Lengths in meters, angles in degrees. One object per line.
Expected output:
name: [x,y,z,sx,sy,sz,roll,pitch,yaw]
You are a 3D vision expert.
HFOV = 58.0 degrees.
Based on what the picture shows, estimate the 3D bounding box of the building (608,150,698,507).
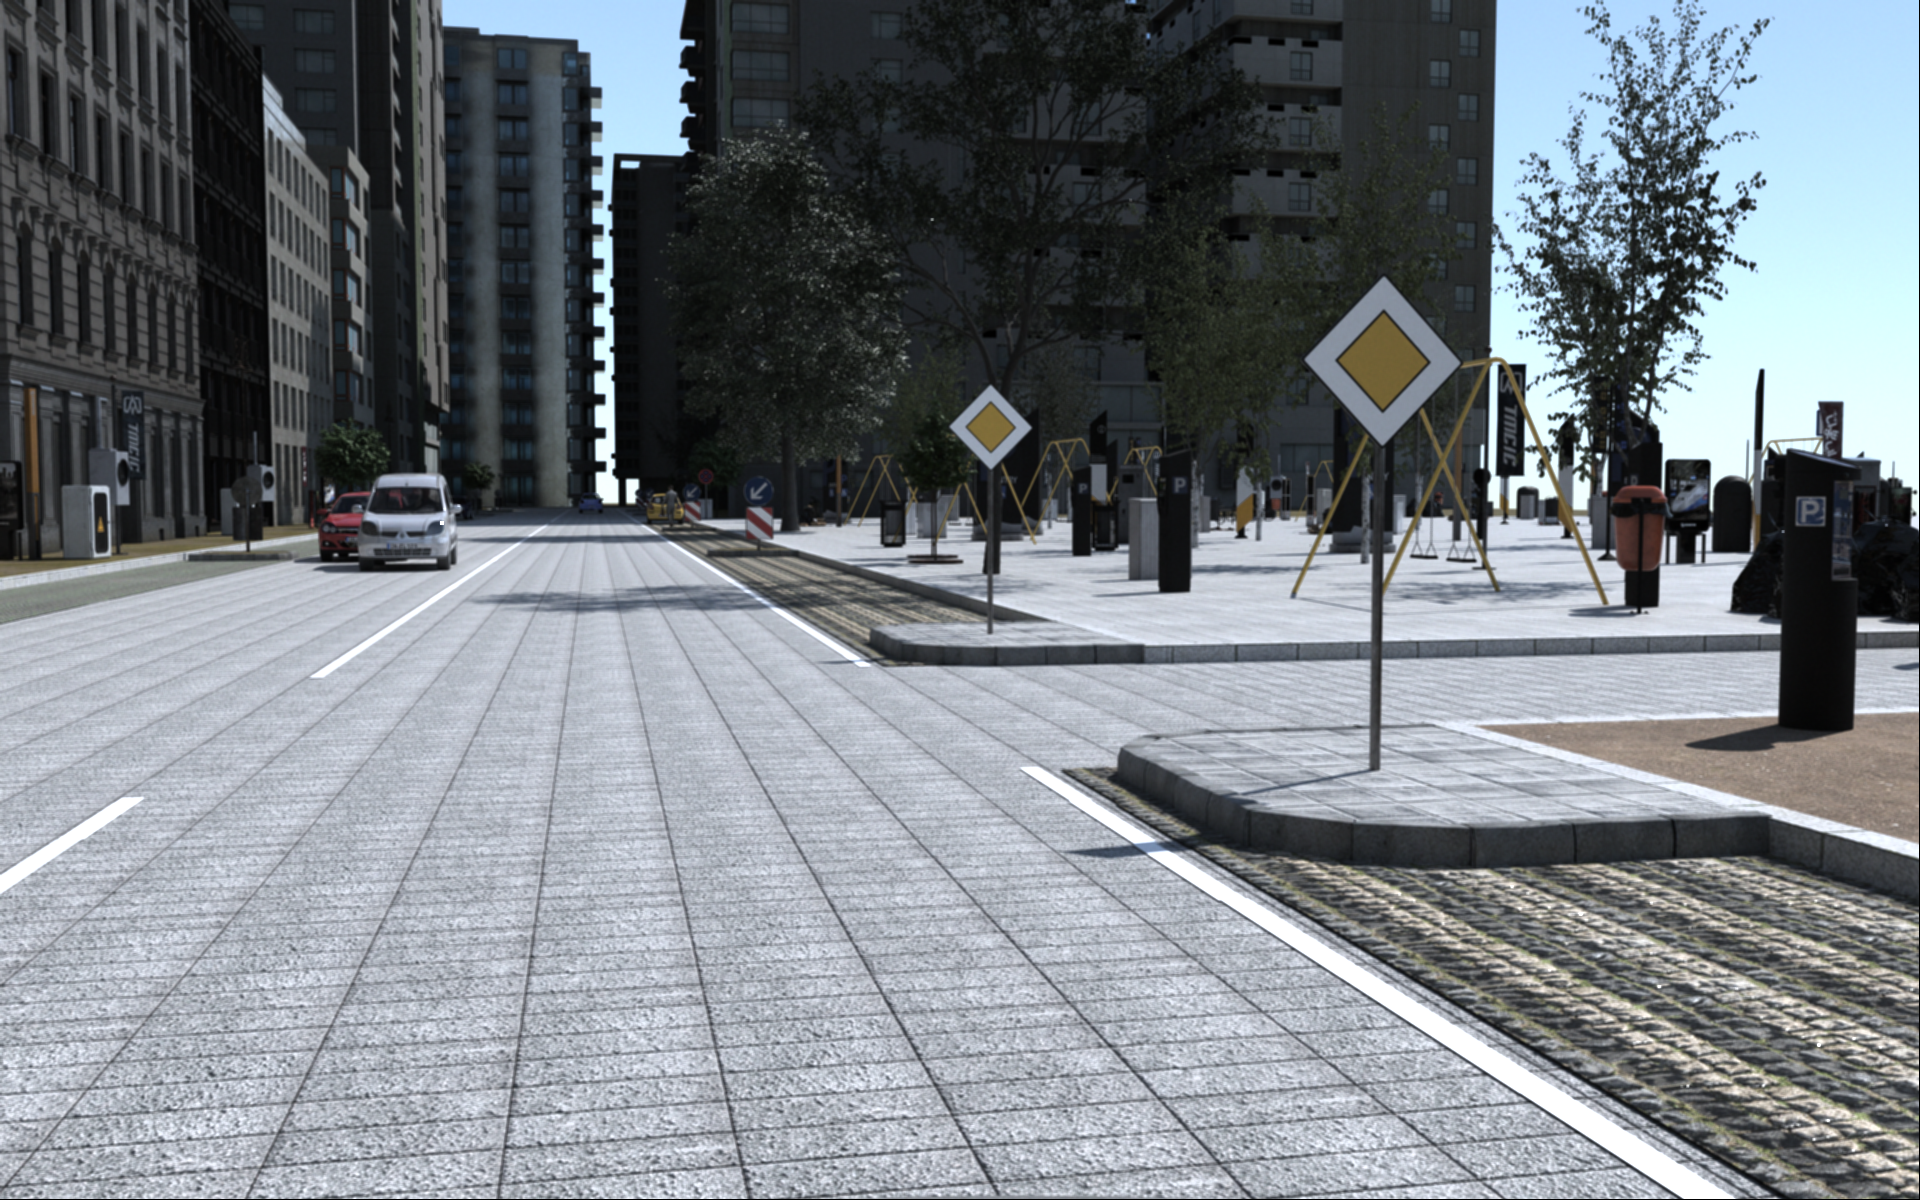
building: [-26.179,-30.476,190.161,23.993,40.220,32.217,-1,4,-12]

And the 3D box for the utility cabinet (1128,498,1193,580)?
utility cabinet: [3.032,-0.915,26.120,1.020,1.237,0.306,-2,4,-33]

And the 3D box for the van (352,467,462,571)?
van: [-10.745,-1.638,33.795,2.013,2.044,4.112,-1,4,-14]

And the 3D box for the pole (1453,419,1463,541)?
pole: [13.634,-3.279,47.452,0.158,3.312,0.155,0,3,0]

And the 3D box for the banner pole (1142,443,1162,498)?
banner pole: [9.459,-5.771,84.380,0.863,3.779,0.401,-1,4,-9]

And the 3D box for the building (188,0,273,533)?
building: [-31.452,-14.000,58.583,12.332,23.373,15.834,-1,4,-12]

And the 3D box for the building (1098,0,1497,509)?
building: [30.433,-34.874,159.433,27.495,52.752,28.713,-1,4,-12]

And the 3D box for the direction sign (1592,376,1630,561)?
direction sign: [12.533,-2.533,33.411,0.876,3.537,0.379,-2,4,-24]

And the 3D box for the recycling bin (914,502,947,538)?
recycling bin: [-0.820,-2.320,50.486,0.722,1.027,0.722,-1,4,-18]

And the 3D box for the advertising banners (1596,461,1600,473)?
advertising banners: [34.076,-5.803,91.074,0.090,3.025,2.074,-1,4,-20]

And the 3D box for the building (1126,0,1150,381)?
building: [15.827,-53.841,192.967,31.000,86.520,22.319,-1,4,-12]

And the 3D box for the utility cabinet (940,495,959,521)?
utility cabinet: [-0.577,-4.377,82.730,1.020,1.237,0.306,1,4,10]

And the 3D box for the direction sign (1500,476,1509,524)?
direction sign: [23.289,-5.013,73.958,0.876,3.537,0.379,-1,4,-13]

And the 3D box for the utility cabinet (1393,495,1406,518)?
utility cabinet: [23.846,-5.098,94.513,1.020,1.237,0.306,-1,4,-23]

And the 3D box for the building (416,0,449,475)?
building: [-56.341,-33.730,140.727,27.495,52.752,28.713,-1,4,-12]

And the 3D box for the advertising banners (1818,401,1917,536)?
advertising banners: [17.134,-2.237,32.761,2.074,3.025,0.090,0,4,-8]

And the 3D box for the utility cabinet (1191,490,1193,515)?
utility cabinet: [11.325,-4.820,87.486,1.173,1.500,0.318,-1,4,-18]

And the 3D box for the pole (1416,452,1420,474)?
pole: [22.364,-5.550,84.589,0.158,3.312,0.155,0,3,0]

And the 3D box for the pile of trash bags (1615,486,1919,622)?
pile of trash bags: [8.716,-0.528,18.391,3.447,1.369,1.912,1,4,17]

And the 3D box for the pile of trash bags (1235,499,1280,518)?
pile of trash bags: [16.126,-5.043,92.213,1.912,1.369,3.447,-1,4,-20]

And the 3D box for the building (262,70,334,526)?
building: [-33.882,-13.461,74.840,10.420,20.320,16.860,-1,4,-12]

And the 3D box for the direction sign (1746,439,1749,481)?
direction sign: [32.588,-4.876,71.724,0.379,3.537,0.876,2,4,26]

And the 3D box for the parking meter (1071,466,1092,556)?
parking meter: [2.507,-1.845,35.883,0.399,1.863,0.255,0,4,-8]

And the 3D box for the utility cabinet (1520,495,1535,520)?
utility cabinet: [28.683,-4.672,87.551,0.306,1.237,1.020,0,4,-7]

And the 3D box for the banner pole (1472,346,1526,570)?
banner pole: [9.166,-2.407,29.379,0.863,3.779,0.401,0,4,8]

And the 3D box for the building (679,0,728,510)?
building: [-12.757,-30.321,150.376,22.147,44.769,28.867,-1,4,-12]

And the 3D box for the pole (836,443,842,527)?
pole: [-4.719,-4.498,67.389,0.158,3.312,0.155,0,3,0]

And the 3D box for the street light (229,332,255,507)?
street light: [-20.458,-4.690,49.468,0.468,5.910,1.993,-1,4,-12]

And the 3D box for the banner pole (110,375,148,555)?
banner pole: [-17.682,-2.859,36.761,0.401,3.779,0.863,3,5,42]

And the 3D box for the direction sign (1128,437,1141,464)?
direction sign: [6.937,-4.701,68.859,0.379,3.537,0.876,3,4,38]

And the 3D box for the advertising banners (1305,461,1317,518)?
advertising banners: [19.014,-5.927,93.094,0.090,3.025,2.074,3,4,38]

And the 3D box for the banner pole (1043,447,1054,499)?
banner pole: [4.685,-6.154,90.630,0.863,3.779,0.401,-2,4,-24]

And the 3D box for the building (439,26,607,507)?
building: [-52.607,-34.294,180.308,30.456,49.044,23.786,-1,4,-12]

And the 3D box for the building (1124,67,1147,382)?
building: [8.673,-29.273,162.200,14.086,41.232,14.154,-1,4,-12]

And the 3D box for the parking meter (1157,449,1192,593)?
parking meter: [2.800,-1.036,22.653,0.399,1.863,0.255,-1,4,-21]

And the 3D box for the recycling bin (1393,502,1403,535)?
recycling bin: [13.646,-2.600,55.071,0.722,1.027,0.722,2,4,30]

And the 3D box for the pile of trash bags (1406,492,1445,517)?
pile of trash bags: [26.138,-5.309,96.555,1.912,1.369,3.447,3,4,37]

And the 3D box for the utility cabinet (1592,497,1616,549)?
utility cabinet: [15.338,-1.794,40.496,1.020,1.237,0.306,2,4,28]

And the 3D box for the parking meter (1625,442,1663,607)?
parking meter: [7.814,-0.862,19.807,0.255,1.863,0.399,0,4,-4]

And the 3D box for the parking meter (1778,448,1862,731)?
parking meter: [4.717,-0.067,9.502,0.372,1.533,0.369,0,3,0]

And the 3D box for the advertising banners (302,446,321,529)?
advertising banners: [-24.075,-4.164,64.265,0.090,3.025,2.074,0,4,-4]

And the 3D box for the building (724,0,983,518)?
building: [-6.821,-25.561,101.512,14.154,41.232,14.086,-1,4,-12]

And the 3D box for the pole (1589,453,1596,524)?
pole: [26.805,-4.862,73.343,0.158,3.312,0.155,0,3,0]

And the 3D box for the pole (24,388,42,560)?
pole: [-17.925,-2.424,33.472,0.158,3.312,0.155,0,3,0]

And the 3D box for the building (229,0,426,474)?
building: [-45.089,-26.658,119.455,14.154,41.232,14.086,-1,4,-12]

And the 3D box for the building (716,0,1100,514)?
building: [-2.873,-32.665,123.314,28.713,52.752,27.495,-1,4,-12]

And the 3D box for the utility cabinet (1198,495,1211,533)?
utility cabinet: [8.214,-2.871,58.107,0.306,1.237,1.020,0,4,2]

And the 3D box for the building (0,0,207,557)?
building: [-25.688,-11.824,42.477,9.793,20.994,18.267,-1,4,-12]

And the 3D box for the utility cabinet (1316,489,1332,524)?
utility cabinet: [15.442,-3.958,73.394,0.318,1.500,1.173,2,4,29]

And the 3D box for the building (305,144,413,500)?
building: [-46.845,-15.445,97.562,27.650,21.520,28.899,-1,4,-12]
